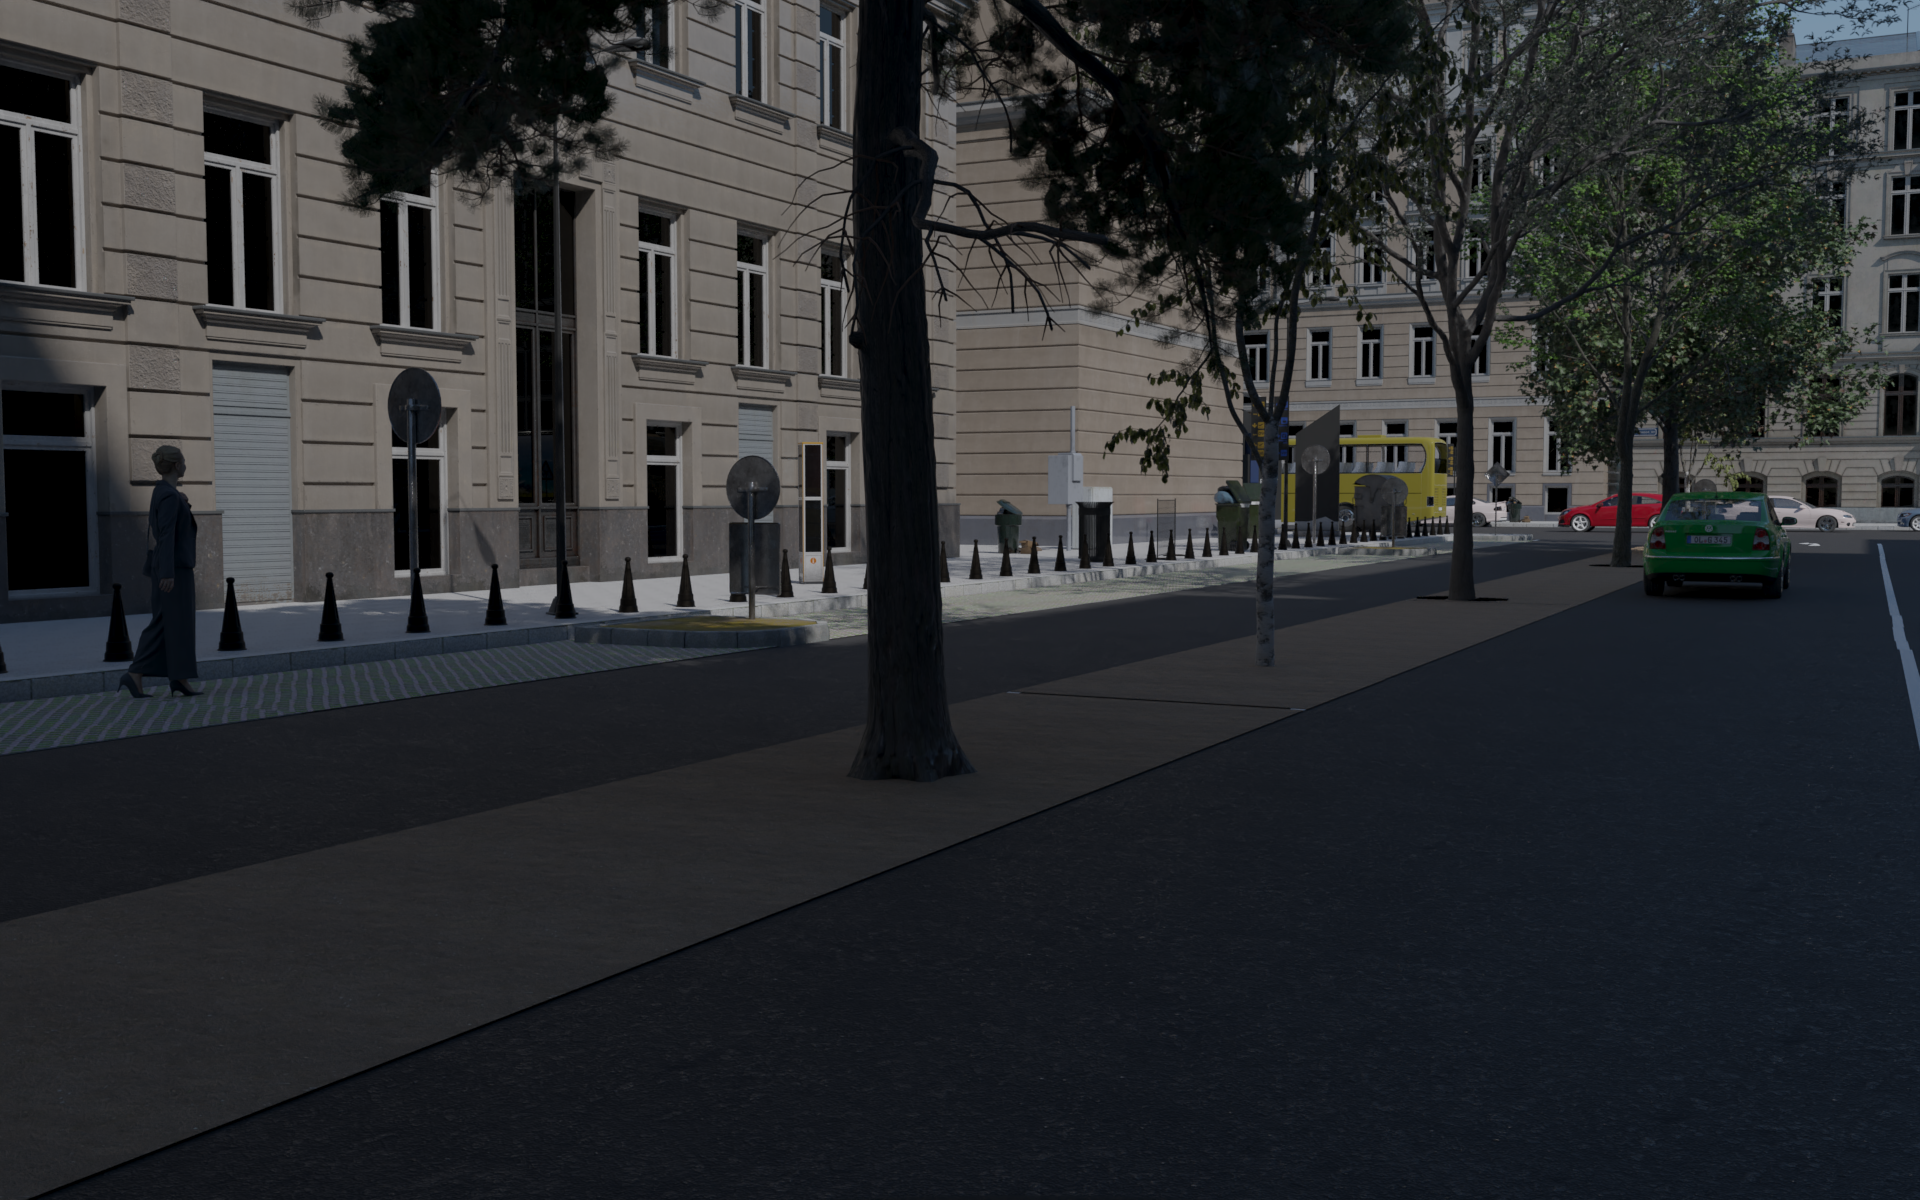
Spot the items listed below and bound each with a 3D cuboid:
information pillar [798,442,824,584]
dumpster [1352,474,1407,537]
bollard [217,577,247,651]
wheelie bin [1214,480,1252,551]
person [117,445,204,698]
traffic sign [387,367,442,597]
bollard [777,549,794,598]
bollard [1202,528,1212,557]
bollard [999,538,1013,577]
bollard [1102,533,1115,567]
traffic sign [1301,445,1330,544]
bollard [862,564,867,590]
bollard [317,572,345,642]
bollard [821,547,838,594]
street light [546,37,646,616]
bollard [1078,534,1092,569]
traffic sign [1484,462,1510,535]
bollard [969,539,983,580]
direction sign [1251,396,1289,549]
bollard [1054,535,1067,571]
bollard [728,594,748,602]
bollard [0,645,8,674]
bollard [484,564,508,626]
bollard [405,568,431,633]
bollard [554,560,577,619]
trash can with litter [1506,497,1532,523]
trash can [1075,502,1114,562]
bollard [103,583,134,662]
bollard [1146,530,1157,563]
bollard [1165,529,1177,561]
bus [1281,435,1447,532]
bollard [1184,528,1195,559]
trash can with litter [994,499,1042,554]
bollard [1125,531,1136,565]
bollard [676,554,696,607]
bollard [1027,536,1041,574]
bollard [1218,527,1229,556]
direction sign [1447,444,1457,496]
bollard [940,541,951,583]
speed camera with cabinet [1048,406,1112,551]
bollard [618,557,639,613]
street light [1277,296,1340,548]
[{"bbox_3d":[-2.129,-1.236,24.700,0.304,2.012,0.304,-1,4,-18],"label":"information pillar"},{"bbox_3d":[12.400,-2.781,51.230,1.264,1.857,1.865,2,4,27],"label":"dumpster"},{"bbox_3d":[-5.985,0.111,14.225,0.229,0.601,0.229,0,3,0],"label":"bollard"},{"bbox_3d":[6.151,-1.915,39.217,0.693,1.594,0.980,2,4,33],"label":"wheelie bin"},{"bbox_3d":[-5.550,-0.194,12.094,0.576,1.772,0.534,2,4,34],"label":"person"},{"bbox_3d":[-5.509,-1.060,17.434,0.768,2.556,0.104,2,4,31],"label":"traffic sign"},{"bbox_3d":[-2.169,-0.334,21.507,0.229,0.601,0.229,0,3,0],"label":"bollard"},{"bbox_3d":[5.028,-1.173,35.228,0.229,0.601,0.229,0,3,0],"label":"bollard"},{"bbox_3d":[0.720,-0.670,27.001,0.229,0.601,0.229,0,3,0],"label":"bollard"},{"bbox_3d":[2.629,-0.893,30.649,0.229,0.601,0.229,0,3,0],"label":"bollard"},{"bbox_3d":[9.168,-2.731,44.765,0.768,2.556,0.104,2,4,29],"label":"traffic sign"},{"bbox_3d":[-1.207,-0.446,23.340,0.229,0.601,0.229,0,3,0],"label":"bollard"},{"bbox_3d":[-5.504,0.055,15.138,0.229,0.601,0.229,0,3,0],"label":"bollard"},{"bbox_3d":[-1.692,-0.390,22.416,0.229,0.601,0.229,0,3,0],"label":"bollard"},{"bbox_3d":[-3.764,-2.782,18.024,1.470,5.913,1.316,2,4,28],"label":"street light"},{"bbox_3d":[2.148,-0.838,29.741,0.229,0.601,0.229,0,3,0],"label":"bollard"},{"bbox_3d":[16.771,-3.090,54.164,0.795,2.450,0.064,2,4,28],"label":"traffic sign"},{"bbox_3d":[0.239,-0.615,26.093,0.229,0.601,0.229,0,3,0],"label":"bollard"},{"bbox_3d":[7.189,-2.950,40.226,0.876,3.537,0.379,1,4,21],"label":"direction sign"},{"bbox_3d":[1.672,-0.782,28.821,0.229,0.601,0.229,0,3,0],"label":"bollard"},{"bbox_3d":[-2.640,-0.278,20.594,0.229,0.601,0.229,0,3,0],"label":"bollard"},{"bbox_3d":[-6.945,0.224,12.386,0.229,0.601,0.229,0,3,0],"label":"bollard"},{"bbox_3d":[-4.550,-0.056,16.957,0.229,0.601,0.229,0,3,0],"label":"bollard"},{"bbox_3d":[-5.026,0.000,16.047,0.229,0.601,0.229,0,3,0],"label":"bollard"},{"bbox_3d":[-4.074,-0.112,17.866,0.229,0.601,0.229,0,3,0],"label":"bollard"},{"bbox_3d":[25.156,-4.067,77.885,1.055,1.170,0.624,0,4,-8],"label":"trash can with litter"},{"bbox_3d":[2.544,-1.291,32.764,0.748,1.137,0.748,0,3,0],"label":"trash can"},{"bbox_3d":[-6.467,0.168,13.303,0.229,0.601,0.229,0,3,0],"label":"bollard"},{"bbox_3d":[3.595,-1.006,32.493,0.229,0.601,0.229,0,3,0],"label":"bollard"},{"bbox_3d":[4.073,-1.062,33.410,0.229,0.601,0.229,0,3,0],"label":"bollard"},{"bbox_3d":[12.672,-4.678,68.039,12.252,3.916,2.896,2,4,27],"label":"bus"},{"bbox_3d":[4.552,-1.118,34.318,0.229,0.601,0.229,0,3,0],"label":"bollard"},{"bbox_3d":[1.274,-1.582,37.259,1.055,1.170,0.624,2,4,31],"label":"trash can with litter"},{"bbox_3d":[3.116,-0.950,31.582,0.229,0.601,0.229,0,3,0],"label":"bollard"},{"bbox_3d":[-3.119,-0.223,19.686,0.229,0.601,0.229,0,3,0],"label":"bollard"},{"bbox_3d":[1.194,-0.726,27.912,0.229,0.601,0.229,0,3,0],"label":"bollard"},{"bbox_3d":[5.508,-1.229,36.141,0.229,0.601,0.229,0,3,0],"label":"bollard"},{"bbox_3d":[22.322,-5.272,78.194,0.876,3.537,0.379,-2,4,-30],"label":"direction sign"},{"bbox_3d":[-0.245,-0.558,25.164,0.229,0.601,0.229,0,3,0],"label":"bollard"},{"bbox_3d":[2.766,-2.774,39.685,0.660,3.252,2.038,2,4,34],"label":"speed camera with cabinet"},{"bbox_3d":[-3.597,-0.167,18.777,0.229,0.601,0.229,0,3,0],"label":"bollard"},{"bbox_3d":[8.258,-4.187,40.995,1.470,5.913,1.316,2,4,28],"label":"street light"}]
